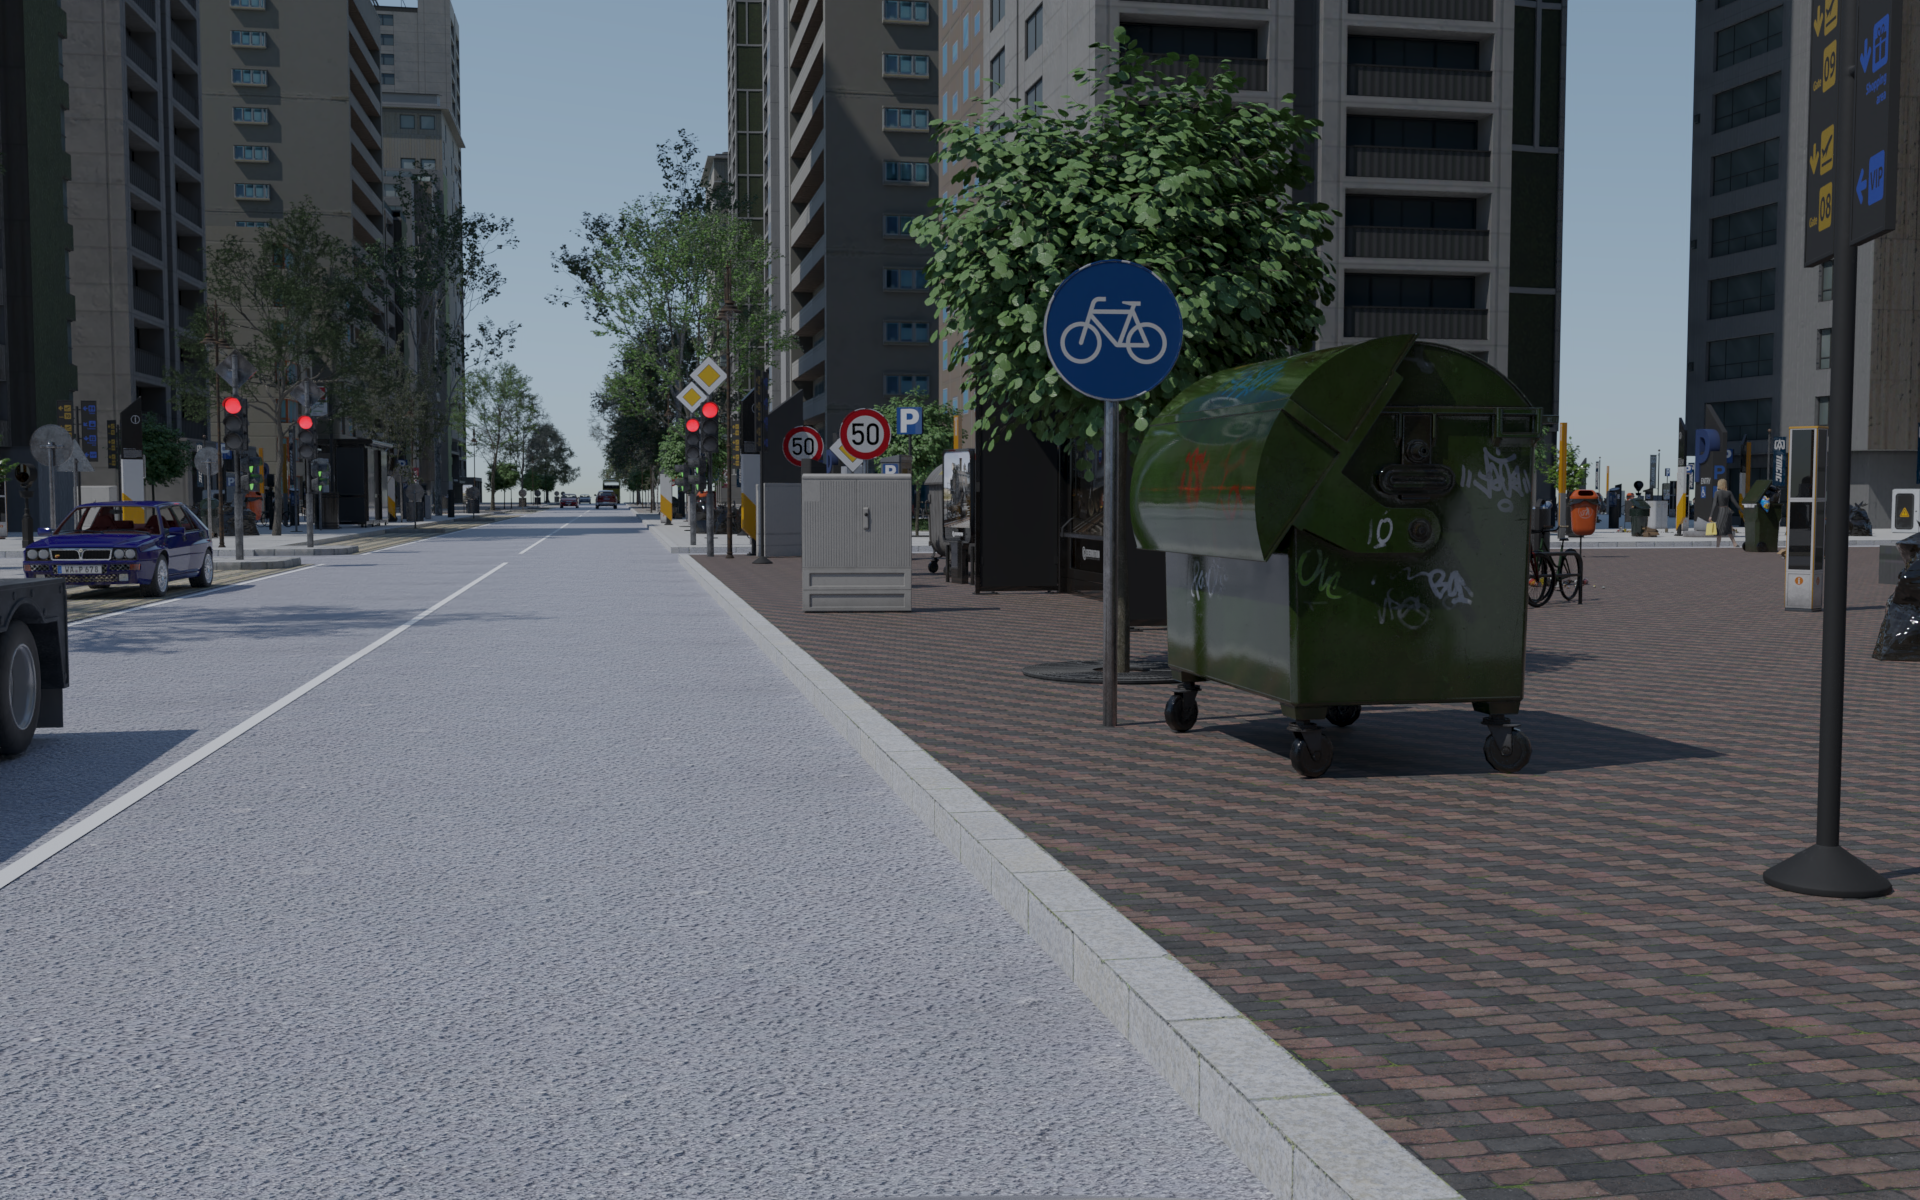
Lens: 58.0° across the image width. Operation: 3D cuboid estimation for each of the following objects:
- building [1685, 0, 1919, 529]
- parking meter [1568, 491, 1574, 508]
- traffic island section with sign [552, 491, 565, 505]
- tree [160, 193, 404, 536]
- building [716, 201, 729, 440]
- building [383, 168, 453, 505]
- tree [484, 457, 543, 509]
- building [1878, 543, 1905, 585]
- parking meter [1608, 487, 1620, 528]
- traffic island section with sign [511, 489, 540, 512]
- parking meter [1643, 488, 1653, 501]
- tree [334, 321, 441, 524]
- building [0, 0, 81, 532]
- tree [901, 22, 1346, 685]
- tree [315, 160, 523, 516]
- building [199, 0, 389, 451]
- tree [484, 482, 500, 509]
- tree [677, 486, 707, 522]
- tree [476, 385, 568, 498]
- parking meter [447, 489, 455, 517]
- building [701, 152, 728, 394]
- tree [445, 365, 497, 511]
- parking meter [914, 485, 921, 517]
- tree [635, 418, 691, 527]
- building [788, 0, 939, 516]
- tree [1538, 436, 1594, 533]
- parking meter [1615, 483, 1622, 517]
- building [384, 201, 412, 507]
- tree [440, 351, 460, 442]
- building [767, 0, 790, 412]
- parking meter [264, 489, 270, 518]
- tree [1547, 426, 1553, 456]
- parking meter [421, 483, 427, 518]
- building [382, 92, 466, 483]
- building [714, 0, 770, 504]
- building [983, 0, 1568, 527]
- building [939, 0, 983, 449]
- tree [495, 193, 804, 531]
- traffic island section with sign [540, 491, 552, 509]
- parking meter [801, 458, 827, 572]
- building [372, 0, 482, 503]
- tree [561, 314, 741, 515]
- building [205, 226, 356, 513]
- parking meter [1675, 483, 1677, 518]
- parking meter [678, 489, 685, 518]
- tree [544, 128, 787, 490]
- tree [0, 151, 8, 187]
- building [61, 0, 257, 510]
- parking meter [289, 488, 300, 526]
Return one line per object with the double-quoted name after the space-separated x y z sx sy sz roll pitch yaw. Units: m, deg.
38.704 -18.073 67.202 14.107 30.474 14.160 -1 4 -11 "building"
28.988 -4.669 82.049 0.255 1.863 0.399 -3 5 -42 "parking meter"
-51.197 -12.944 220.260 1.989 1.847 2.006 -1 4 -11 "traffic island section with sign"
-20.746 -7.265 53.193 7.601 10.594 8.767 -1 4 -22 "tree"
-27.071 -34.220 243.094 14.154 41.232 14.086 -1 4 -11 "building"
-70.026 -32.254 210.950 14.154 41.232 14.086 -1 4 -11 "building"
-38.933 -10.028 147.674 4.285 4.588 4.351 0 3 0 "tree"
24.768 -28.879 14.166 21.231 58.520 28.212 -1 4 -11 "building"
24.486 -3.451 64.834 0.372 1.533 0.369 0 3 0 "parking meter"
-35.025 -7.973 138.990 1.989 1.847 2.006 -1 4 -11 "traffic island section with sign"
25.931 -3.480 65.305 0.372 1.533 0.369 0 3 0 "parking meter"
-24.380 -7.520 73.315 4.360 8.622 3.978 0 3 0 "tree"
-37.665 -17.289 54.372 14.160 30.474 14.107 -1 4 -11 "building"
1.203 -1.748 12.290 4.285 4.588 4.351 0 3 0 "tree"
-31.731 -15.001 101.157 12.611 20.169 13.585 0 3 0 "tree"
-61.884 -32.109 148.691 21.300 48.544 21.600 -1 4 -11 "building"
-41.002 -9.616 151.820 1.663 3.219 1.824 0 3 0 "tree"
-12.476 -5.242 80.311 1.663 3.219 1.824 0 3 0 "tree"
-46.791 -16.760 184.392 12.009 13.543 11.850 0 3 0 "tree"
-27.919 -5.295 94.983 0.372 1.533 0.369 0 3 0 "parking meter"
-24.462 -41.295 264.417 28.713 52.752 27.495 -1 4 -11 "building"
-35.819 -12.678 133.038 9.928 11.665 9.643 0 3 0 "tree"
-2.374 -5.554 96.511 0.255 1.863 0.399 -2 4 -32 "parking meter"
-10.239 -5.128 67.564 4.285 4.588 4.351 0 3 0 "tree"
0.829 -29.727 109.737 21.300 48.544 21.600 -1 4 -11 "building"
20.098 -3.822 57.097 1.663 3.219 1.824 0 3 0 "tree"
36.093 -5.464 95.049 0.399 1.863 0.255 1 4 22 "parking meter"
-61.476 -24.237 167.977 14.160 30.474 14.107 -1 4 -11 "building"
-26.013 -8.101 82.821 4.360 8.622 3.978 0 3 0 "tree"
-5.970 -37.134 149.139 21.231 58.520 28.212 -1 4 -11 "building"
-36.149 -5.024 90.547 0.372 1.533 0.369 0 3 0 "parking meter"
16.603 -4.286 53.787 4.285 4.588 4.351 0 3 0 "tree"
-29.172 -5.421 94.350 0.255 1.863 0.399 0 4 -5 "parking meter"
-81.100 -39.192 230.023 28.713 52.752 27.495 -1 4 -11 "building"
-21.401 -48.143 225.389 20.563 71.187 20.611 -1 4 -11 "building"
12.971 -38.354 65.347 20.611 71.187 20.563 -1 4 -11 "building"
7.041 -26.581 84.711 14.600 45.320 14.200 -1 4 -11 "building"
-9.057 -8.201 59.845 9.928 11.665 9.643 0 3 0 "tree"
-40.389 -9.622 165.944 1.989 1.847 2.006 -1 4 -11 "traffic island section with sign"
-2.394 -1.395 28.525 0.255 1.863 0.399 3 5 43 "parking meter"
-81.557 -49.898 254.078 20.563 71.187 20.611 -1 4 -11 "building"
-18.336 -11.666 107.750 9.611 12.733 9.660 0 3 0 "tree"
-60.026 -17.073 124.190 27.650 21.520 28.899 -1 4 -11 "building"
39.214 -5.430 94.484 0.399 1.863 0.255 -3 5 -42 "parking meter"
-15.083 -5.225 93.844 0.372 1.533 0.369 0 3 0 "parking meter"
-15.681 -14.467 92.418 12.611 20.169 13.585 0 3 0 "tree"
-13.419 -5.040 16.820 7.601 10.594 8.767 -3 5 -43 "tree"
-45.598 -39.336 81.391 20.563 71.187 20.611 -1 4 -11 "building"
-26.938 -3.772 70.086 0.372 1.533 0.369 0 3 0 "parking meter"
